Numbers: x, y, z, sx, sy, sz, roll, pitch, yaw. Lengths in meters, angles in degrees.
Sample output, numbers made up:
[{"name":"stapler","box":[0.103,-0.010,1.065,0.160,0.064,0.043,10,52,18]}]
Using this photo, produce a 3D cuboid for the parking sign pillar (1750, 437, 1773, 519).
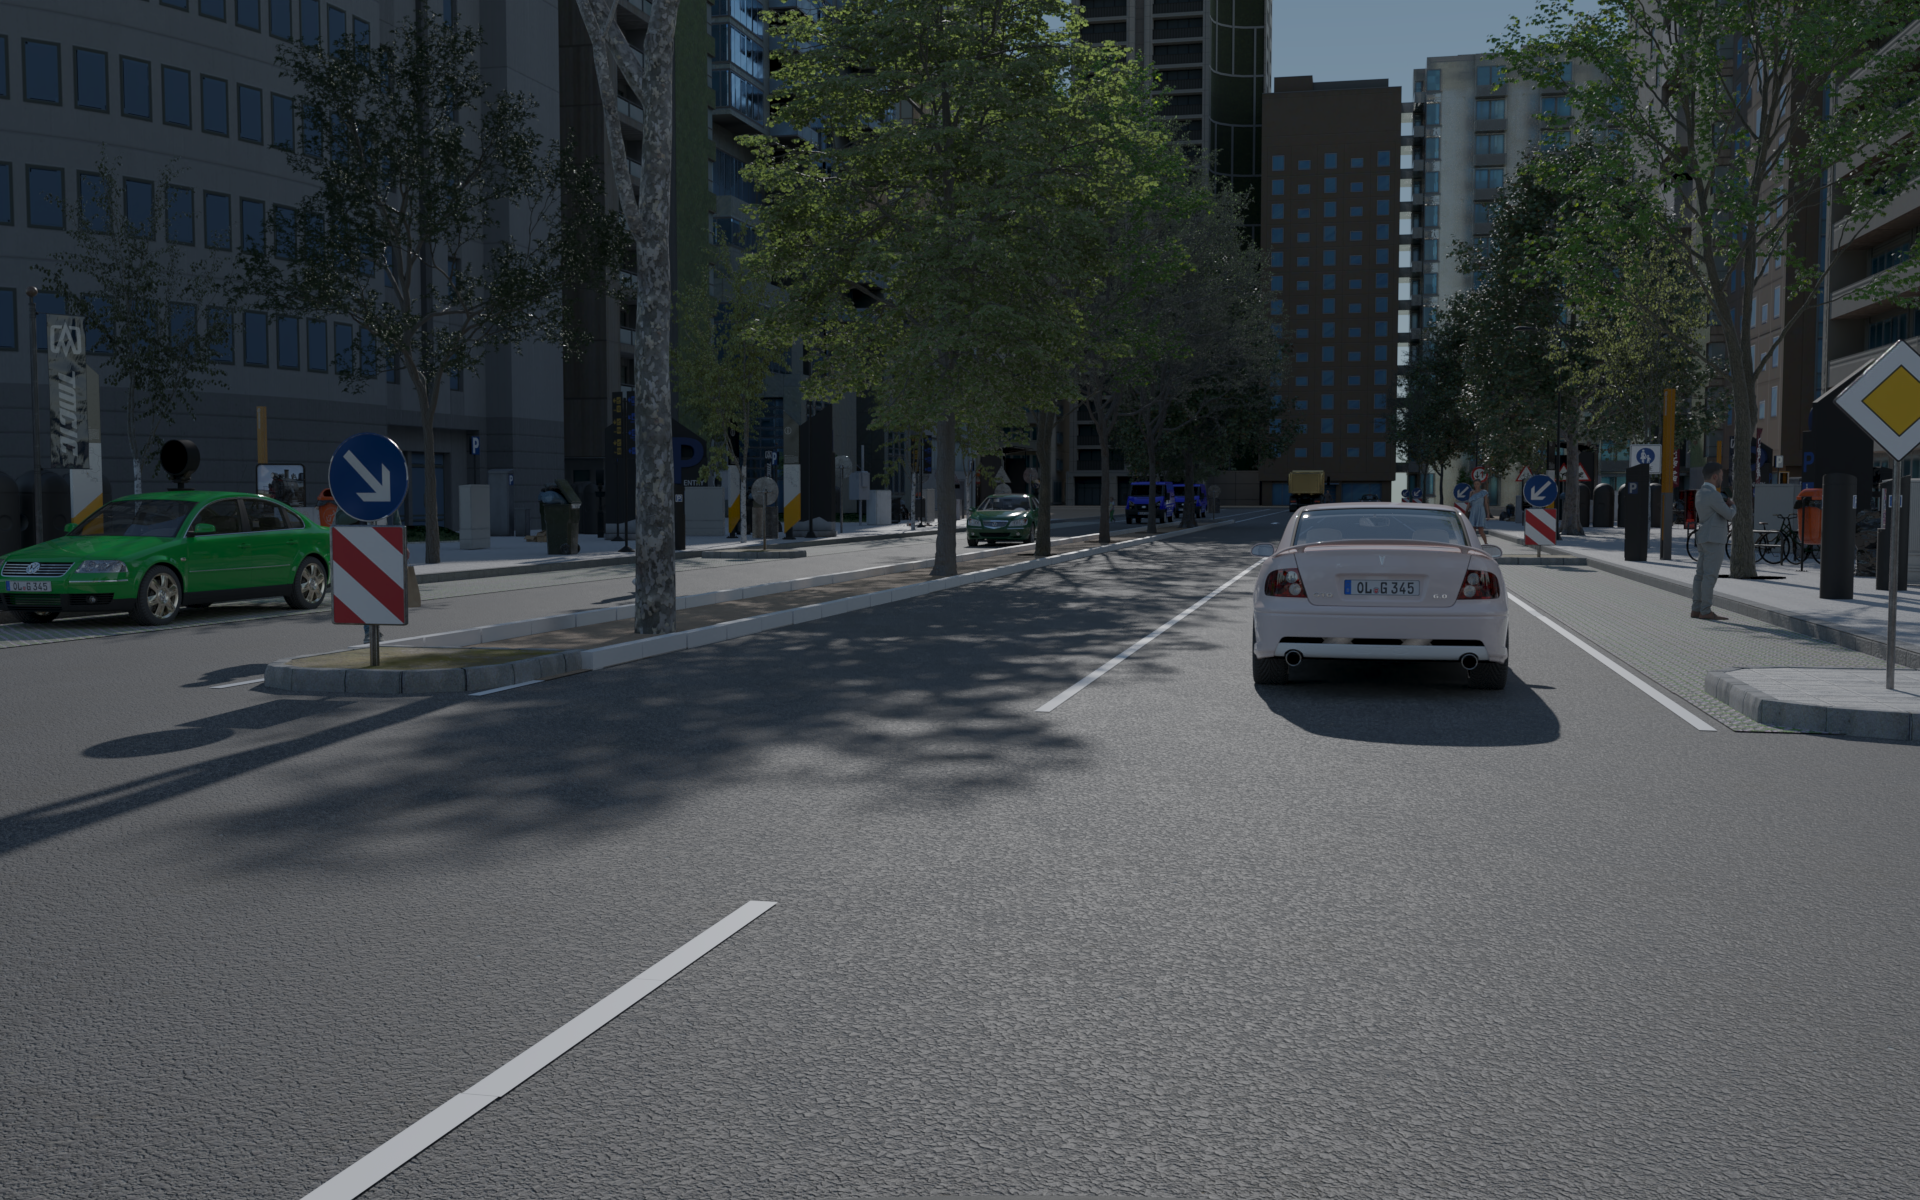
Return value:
[{"name":"parking sign pillar","box":[32.193,-5.001,70.238,1.447,3.967,1.447,3,5,43]}]

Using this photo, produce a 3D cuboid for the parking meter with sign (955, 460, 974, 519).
[{"name":"parking meter with sign","box":[-0.162,-5.693,89.349,1.738,3.016,0.543,-1,4,-20]}]

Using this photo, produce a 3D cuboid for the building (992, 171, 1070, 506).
[{"name":"building","box":[2.091,-35.251,200.050,21.600,48.544,21.300,1,4,13]}]

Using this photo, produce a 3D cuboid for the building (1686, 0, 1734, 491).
[{"name":"building","box":[51.702,-25.745,104.525,14.154,41.232,14.086,1,4,13]}]

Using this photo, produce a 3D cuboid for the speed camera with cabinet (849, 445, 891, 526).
[{"name":"speed camera with cabinet","box":[-3.667,-4.677,70.811,0.660,3.252,2.038,3,4,37]}]

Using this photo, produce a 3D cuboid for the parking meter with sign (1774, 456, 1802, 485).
[{"name":"parking meter with sign","box":[37.407,-4.978,77.655,0.543,3.016,1.738,-2,4,-30]}]

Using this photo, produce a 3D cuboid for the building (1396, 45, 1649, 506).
[{"name":"building","box":[62.865,-34.702,186.986,30.456,49.044,23.786,1,4,13]}]

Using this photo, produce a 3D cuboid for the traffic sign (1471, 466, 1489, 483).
[{"name":"traffic sign","box":[23.900,-4.867,79.685,0.768,2.556,0.104,1,4,17]}]

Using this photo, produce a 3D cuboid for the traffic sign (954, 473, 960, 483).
[{"name":"traffic sign","box":[-0.437,-5.058,82.694,0.884,2.594,0.081,1,4,17]}]

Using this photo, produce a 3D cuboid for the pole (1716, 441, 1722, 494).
[{"name":"pole","box":[29.028,-4.431,66.289,0.158,3.312,0.155,0,3,0]}]

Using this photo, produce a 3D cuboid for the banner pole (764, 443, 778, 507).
[{"name":"banner pole","box":[-9.123,-5.756,84.133,0.863,3.779,0.401,-2,4,-27]}]

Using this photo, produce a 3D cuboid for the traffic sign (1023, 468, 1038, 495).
[{"name":"traffic sign","box":[3.414,-5.139,84.130,0.768,2.556,0.104,1,4,22]}]

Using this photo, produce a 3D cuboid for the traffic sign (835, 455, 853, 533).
[{"name":"traffic sign","box":[-3.893,-3.467,56.792,0.768,2.556,0.104,1,4,17]}]

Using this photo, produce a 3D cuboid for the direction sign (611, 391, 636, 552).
[{"name":"direction sign","box":[-7.384,-2.828,38.242,0.876,3.537,0.379,3,5,42]}]

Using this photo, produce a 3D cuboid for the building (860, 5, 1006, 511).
[{"name":"building","box":[-11.602,-33.781,141.562,27.495,52.752,28.713,1,4,13]}]

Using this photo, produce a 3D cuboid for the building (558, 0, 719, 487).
[{"name":"building","box":[-20.388,-24.247,80.034,14.154,41.232,14.086,1,4,13]}]

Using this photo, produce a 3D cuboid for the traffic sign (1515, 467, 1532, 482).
[{"name":"traffic sign","box":[23.918,-4.477,73.209,0.884,2.594,0.081,1,4,18]}]

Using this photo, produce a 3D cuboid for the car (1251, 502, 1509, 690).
[{"name":"car","box":[3.408,-0.113,14.211,2.083,1.381,4.827,1,4,12]}]

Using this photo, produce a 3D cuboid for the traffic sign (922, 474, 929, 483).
[{"name":"traffic sign","box":[-1.817,-4.980,81.524,0.768,2.556,0.104,1,4,16]}]

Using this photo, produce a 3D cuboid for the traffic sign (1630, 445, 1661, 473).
[{"name":"traffic sign","box":[14.129,-2.057,35.755,0.606,2.300,0.079,1,4,18]}]

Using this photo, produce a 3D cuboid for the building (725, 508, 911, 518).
[{"name":"building","box":[-15.923,-48.654,108.166,22.319,86.520,31.000,1,4,13]}]

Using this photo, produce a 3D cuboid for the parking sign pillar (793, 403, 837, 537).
[{"name":"parking sign pillar","box":[-4.408,-3.872,51.786,1.447,3.967,1.447,1,4,13]}]

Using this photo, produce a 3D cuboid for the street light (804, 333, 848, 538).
[{"name":"street light","box":[-3.819,-4.747,50.147,1.470,5.913,1.316,1,4,13]}]

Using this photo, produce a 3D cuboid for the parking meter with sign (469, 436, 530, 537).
[{"name":"parking meter with sign","box":[-13.882,-3.431,52.362,1.738,3.016,0.543,1,4,9]}]

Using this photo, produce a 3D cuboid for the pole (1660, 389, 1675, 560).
[{"name":"pole","box":[13.748,-2.435,33.649,0.158,3.312,0.155,0,3,0]}]

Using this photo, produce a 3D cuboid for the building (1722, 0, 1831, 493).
[{"name":"building","box":[49.209,-26.934,90.487,14.600,45.320,14.200,1,4,13]}]

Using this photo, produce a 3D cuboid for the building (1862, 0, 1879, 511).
[{"name":"building","box":[46.697,-26.933,64.058,21.300,48.544,21.600,1,4,13]}]

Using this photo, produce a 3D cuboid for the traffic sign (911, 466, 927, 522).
[{"name":"traffic sign","box":[-1.912,-4.865,79.653,0.768,2.556,0.104,1,4,17]}]

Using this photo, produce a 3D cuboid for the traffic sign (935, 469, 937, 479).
[{"name":"traffic sign","box":[-0.828,-4.911,80.408,0.768,2.556,0.104,1,4,17]}]

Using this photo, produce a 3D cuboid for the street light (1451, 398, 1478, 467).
[{"name":"street light","box":[24.218,-6.759,83.055,1.470,5.913,1.316,1,4,13]}]

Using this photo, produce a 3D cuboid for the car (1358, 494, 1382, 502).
[{"name":"car","box":[35.336,-8.531,149.270,2.009,1.686,4.222,1,4,13]}]

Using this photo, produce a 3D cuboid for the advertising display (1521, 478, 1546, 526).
[{"name":"advertising display","box":[23.302,-3.984,70.350,0.974,1.923,0.123,0,4,-3]}]

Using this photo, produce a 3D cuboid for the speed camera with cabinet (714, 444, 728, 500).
[{"name":"speed camera with cabinet","box":[-9.745,-4.566,68.983,0.660,3.252,2.038,-3,4,-37]}]

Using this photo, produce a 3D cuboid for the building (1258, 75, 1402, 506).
[{"name":"building","box":[40.205,-32.911,188.197,14.200,45.320,14.600,1,4,13]}]

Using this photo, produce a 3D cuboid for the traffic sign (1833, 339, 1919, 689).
[{"name":"traffic sign","box":[6.116,-0.470,11.333,0.795,2.450,0.064,1,4,13]}]

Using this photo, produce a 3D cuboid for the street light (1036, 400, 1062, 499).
[{"name":"street light","box":[4.307,-6.864,84.766,1.470,5.913,1.316,1,4,13]}]

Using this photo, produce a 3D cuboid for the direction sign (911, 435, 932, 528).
[{"name":"direction sign","box":[-1.484,-4.554,66.452,0.876,3.537,0.379,-2,4,-27]}]

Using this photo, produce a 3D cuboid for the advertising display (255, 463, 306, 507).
[{"name":"advertising display","box":[-14.188,-1.896,36.218,0.974,1.923,0.123,-1,4,-14]}]

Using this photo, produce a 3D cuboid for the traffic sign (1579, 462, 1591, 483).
[{"name":"traffic sign","box":[25.328,-4.332,70.824,0.884,2.594,0.081,1,4,15]}]

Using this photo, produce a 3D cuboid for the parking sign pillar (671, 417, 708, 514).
[{"name":"parking sign pillar","box":[-9.338,-4.346,59.522,1.447,3.967,1.447,-1,4,-15]}]

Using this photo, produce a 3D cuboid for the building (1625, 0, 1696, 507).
[{"name":"building","box":[63.719,-32.715,124.132,28.713,52.752,27.495,1,4,13]}]

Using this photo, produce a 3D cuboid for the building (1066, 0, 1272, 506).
[{"name":"building","box":[23.857,-46.221,193.963,20.611,71.187,20.563,1,4,13]}]

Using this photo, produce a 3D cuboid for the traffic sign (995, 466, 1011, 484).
[{"name":"traffic sign","box":[1.907,-4.882,79.824,0.884,2.594,0.081,1,4,14]}]

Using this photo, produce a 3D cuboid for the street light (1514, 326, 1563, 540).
[{"name":"street light","box":[16.024,-4.616,48.008,1.470,5.913,1.316,1,4,13]}]

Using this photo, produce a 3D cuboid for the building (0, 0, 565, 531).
[{"name":"building","box":[-28.060,-31.157,51.414,21.231,58.520,28.212,1,4,13]}]

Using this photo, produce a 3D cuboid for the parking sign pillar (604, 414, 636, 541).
[{"name":"parking sign pillar","box":[-9.235,-3.666,48.410,1.447,3.967,1.447,0,4,1]}]

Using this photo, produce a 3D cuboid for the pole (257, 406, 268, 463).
[{"name":"pole","box":[-16.243,-2.846,40.371,0.158,3.312,0.155,0,3,0]}]

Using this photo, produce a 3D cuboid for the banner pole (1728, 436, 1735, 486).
[{"name":"banner pole","box":[29.433,-4.610,65.383,0.863,3.779,0.401,1,4,12]}]

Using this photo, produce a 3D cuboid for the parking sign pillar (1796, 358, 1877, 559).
[{"name":"parking sign pillar","box":[17.512,-2.819,34.559,1.447,3.967,1.447,-1,4,-11]}]

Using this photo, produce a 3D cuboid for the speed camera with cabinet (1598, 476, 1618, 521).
[{"name":"speed camera with cabinet","box":[30.945,-5.414,82.860,2.038,3.252,0.660,0,4,3]}]

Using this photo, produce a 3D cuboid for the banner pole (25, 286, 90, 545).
[{"name":"banner pole","box":[-11.043,-1.905,21.158,0.401,3.779,0.863,3,4,38]}]

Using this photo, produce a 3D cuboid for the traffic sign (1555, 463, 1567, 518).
[{"name":"traffic sign","box":[25.139,-4.414,72.169,0.884,2.594,0.081,1,4,17]}]

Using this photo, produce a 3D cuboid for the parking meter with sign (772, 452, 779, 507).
[{"name":"parking meter with sign","box":[-6.861,-4.607,71.581,1.738,3.016,0.543,-2,4,-30]}]
